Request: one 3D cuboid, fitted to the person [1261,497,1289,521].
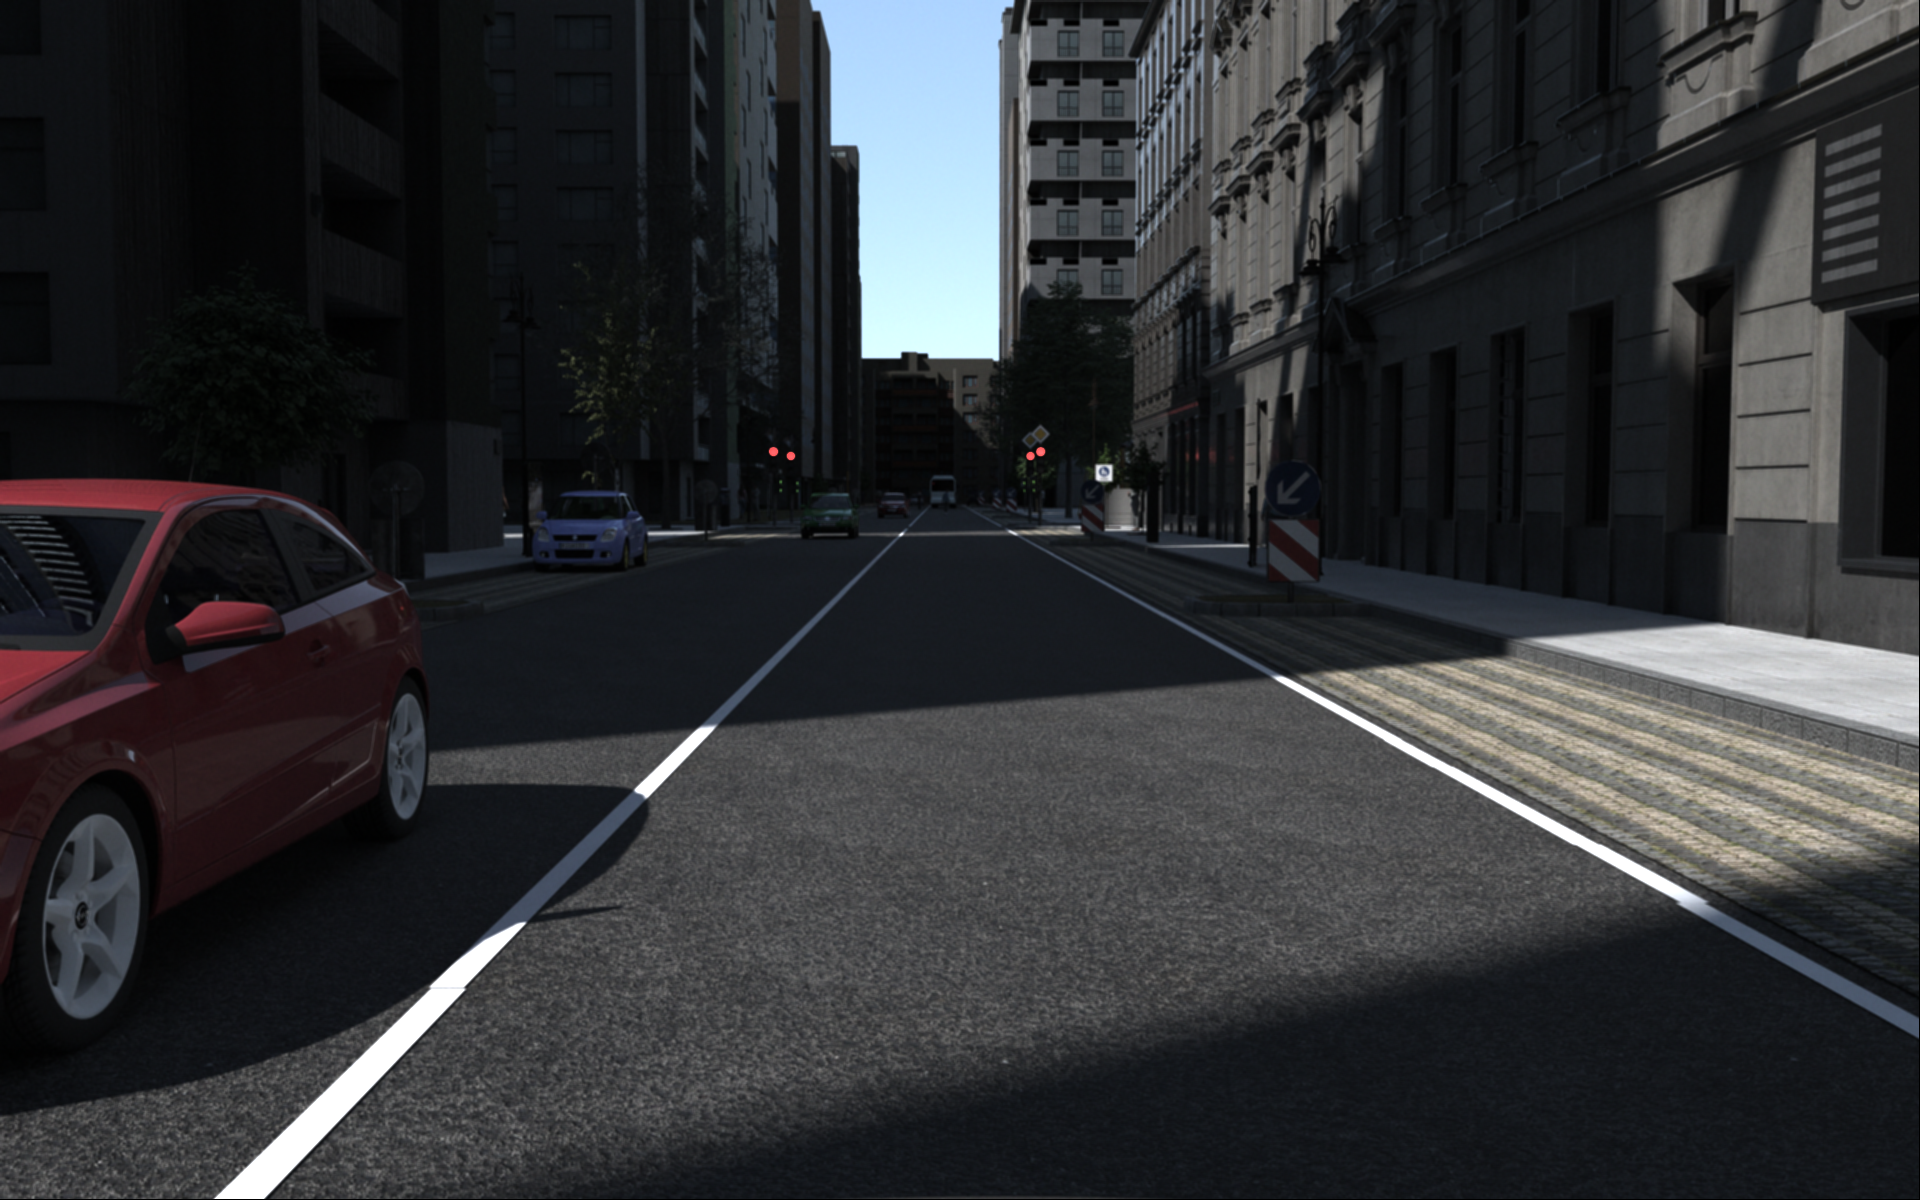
[{"bbox_3d":[6.108,-1.651,33.051,0.660,1.820,0.620,-1,4,-14],"label":"person"}]

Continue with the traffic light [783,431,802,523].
[{"bbox_3d":[-7.530,-5.426,77.630,0.839,4.253,0.868,0,4,-1],"label":"traffic light"}]

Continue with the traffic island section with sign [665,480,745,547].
[{"bbox_3d":[-6.919,-2.359,47.198,1.989,1.847,2.006,0,4,-1],"label":"traffic island section with sign"}]

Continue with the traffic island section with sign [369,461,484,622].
[{"bbox_3d":[-6.629,-0.696,20.015,1.989,1.847,2.006,0,4,-1],"label":"traffic island section with sign"}]

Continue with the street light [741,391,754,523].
[{"bbox_3d":[-9.515,-6.426,77.853,0.468,5.910,1.993,0,4,-1],"label":"street light"}]

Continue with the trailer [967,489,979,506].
[{"bbox_3d":[1.539,-11.814,200.205,1.471,1.999,3.904,0,4,1],"label":"trailer"}]

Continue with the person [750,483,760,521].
[{"bbox_3d":[-9.784,-4.666,82.508,0.511,1.800,0.466,2,4,34],"label":"person"}]

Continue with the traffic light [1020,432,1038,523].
[{"bbox_3d":[3.130,-5.433,77.758,0.839,4.253,0.868,0,4,-1],"label":"traffic light"}]

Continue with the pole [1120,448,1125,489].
[{"bbox_3d":[7.180,-5.070,76.731,0.158,3.312,0.155,0,3,0],"label":"pole"}]

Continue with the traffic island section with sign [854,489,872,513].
[{"bbox_3d":[-7.792,-7.418,129.906,1.989,1.847,2.006,0,4,-1],"label":"traffic island section with sign"}]

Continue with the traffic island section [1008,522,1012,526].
[{"bbox_3d":[3.170,-3.400,77.873,2.009,0.180,2.903,0,4,-1],"label":"traffic island section"}]

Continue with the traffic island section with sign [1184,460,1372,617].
[{"bbox_3d":[3.775,-0.758,21.016,1.989,1.847,2.006,0,4,-1],"label":"traffic island section with sign"}]

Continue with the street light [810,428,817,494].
[{"bbox_3d":[-10.059,-8.968,119.407,0.468,5.910,1.993,0,4,-1],"label":"street light"}]

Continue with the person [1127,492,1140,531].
[{"bbox_3d":[6.118,-3.349,60.982,0.466,1.800,0.511,0,4,-2],"label":"person"}]

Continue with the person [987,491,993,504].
[{"bbox_3d":[3.834,-12.894,217.576,1.217,1.736,0.721,-2,4,-34],"label":"person"}]

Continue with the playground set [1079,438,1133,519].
[{"bbox_3d":[8.906,-5.957,84.169,5.637,4.214,5.302,-1,4,-14],"label":"playground set"}]

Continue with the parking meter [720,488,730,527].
[{"bbox_3d":[-9.280,-3.673,68.462,0.372,1.533,0.369,0,3,0],"label":"parking meter"}]

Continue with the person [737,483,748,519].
[{"bbox_3d":[-11.108,-5.047,88.567,0.555,1.821,0.388,0,4,-2],"label":"person"}]

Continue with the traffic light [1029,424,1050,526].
[{"bbox_3d":[3.214,-4.945,69.773,0.839,4.253,0.868,0,4,-1],"label":"traffic light"}]

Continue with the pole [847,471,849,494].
[{"bbox_3d":[-9.754,-9.580,150.475,0.158,3.312,0.155,0,3,0],"label":"pole"}]

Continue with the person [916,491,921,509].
[{"bbox_3d":[-3.881,-9.284,161.096,0.742,1.727,0.445,3,4,38],"label":"person"}]

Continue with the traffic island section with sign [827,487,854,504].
[{"bbox_3d":[-7.508,-5.769,102.953,1.989,1.847,2.006,0,4,-1],"label":"traffic island section with sign"}]

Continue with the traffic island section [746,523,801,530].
[{"bbox_3d":[-7.486,-2.905,69.780,2.009,0.180,2.903,0,4,-1],"label":"traffic island section"}]

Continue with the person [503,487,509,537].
[{"bbox_3d":[-13.722,-2.774,51.492,0.616,1.811,0.778,1,4,17],"label":"person"}]

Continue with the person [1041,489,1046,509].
[{"bbox_3d":[7.137,-8.856,150.684,0.795,1.843,0.661,2,4,33],"label":"person"}]

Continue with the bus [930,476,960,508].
[{"bbox_3d":[-1.617,-11.342,180.308,2.948,3.499,13.247,0,4,1],"label":"bus"}]

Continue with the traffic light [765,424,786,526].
[{"bbox_3d":[-7.446,-4.937,69.646,0.839,4.253,0.868,0,4,-1],"label":"traffic light"}]

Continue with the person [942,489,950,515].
[{"bbox_3d":[-0.949,-6.624,117.138,0.444,1.785,0.601,-2,4,-34],"label":"person"}]

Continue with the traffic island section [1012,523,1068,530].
[{"bbox_3d":[3.254,-2.912,69.888,2.009,0.180,2.903,0,4,-1],"label":"traffic island section"}]

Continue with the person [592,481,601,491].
[{"bbox_3d":[-13.832,-3.652,65.995,0.529,1.795,0.600,2,4,29],"label":"person"}]

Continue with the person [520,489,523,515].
[{"bbox_3d":[-14.363,-3.130,57.645,0.576,1.772,0.534,-3,5,-42],"label":"person"}]

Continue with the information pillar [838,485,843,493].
[{"bbox_3d":[-10.122,-8.688,146.538,0.304,2.012,0.304,-2,4,-35],"label":"information pillar"}]

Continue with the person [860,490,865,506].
[{"bbox_3d":[-10.779,-11.272,191.260,0.530,1.710,0.541,-2,4,-27],"label":"person"}]

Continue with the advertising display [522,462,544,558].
[{"bbox_3d":[-8.722,-1.848,35.422,0.123,1.923,0.974,0,4,5],"label":"advertising display"}]

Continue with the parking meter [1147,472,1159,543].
[{"bbox_3d":[5.104,-2.455,45.855,0.255,1.863,0.399,0,4,-7],"label":"parking meter"}]

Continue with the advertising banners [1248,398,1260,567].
[{"bbox_3d":[5.312,-2.139,31.157,0.090,3.025,2.074,1,4,14],"label":"advertising banners"}]

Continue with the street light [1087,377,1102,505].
[{"bbox_3d":[5.311,-5.861,68.614,0.468,5.910,1.993,0,4,-1],"label":"street light"}]

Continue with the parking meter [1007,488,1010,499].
[{"bbox_3d":[4.175,-8.614,146.549,0.399,1.863,0.255,-1,4,-18],"label":"parking meter"}]

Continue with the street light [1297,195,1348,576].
[{"bbox_3d":[5.650,-3.325,27.158,0.468,5.910,1.993,0,4,-1],"label":"street light"}]

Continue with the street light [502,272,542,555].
[{"bbox_3d":[-9.121,-3.879,36.208,0.468,5.910,1.993,0,4,-1],"label":"street light"}]
